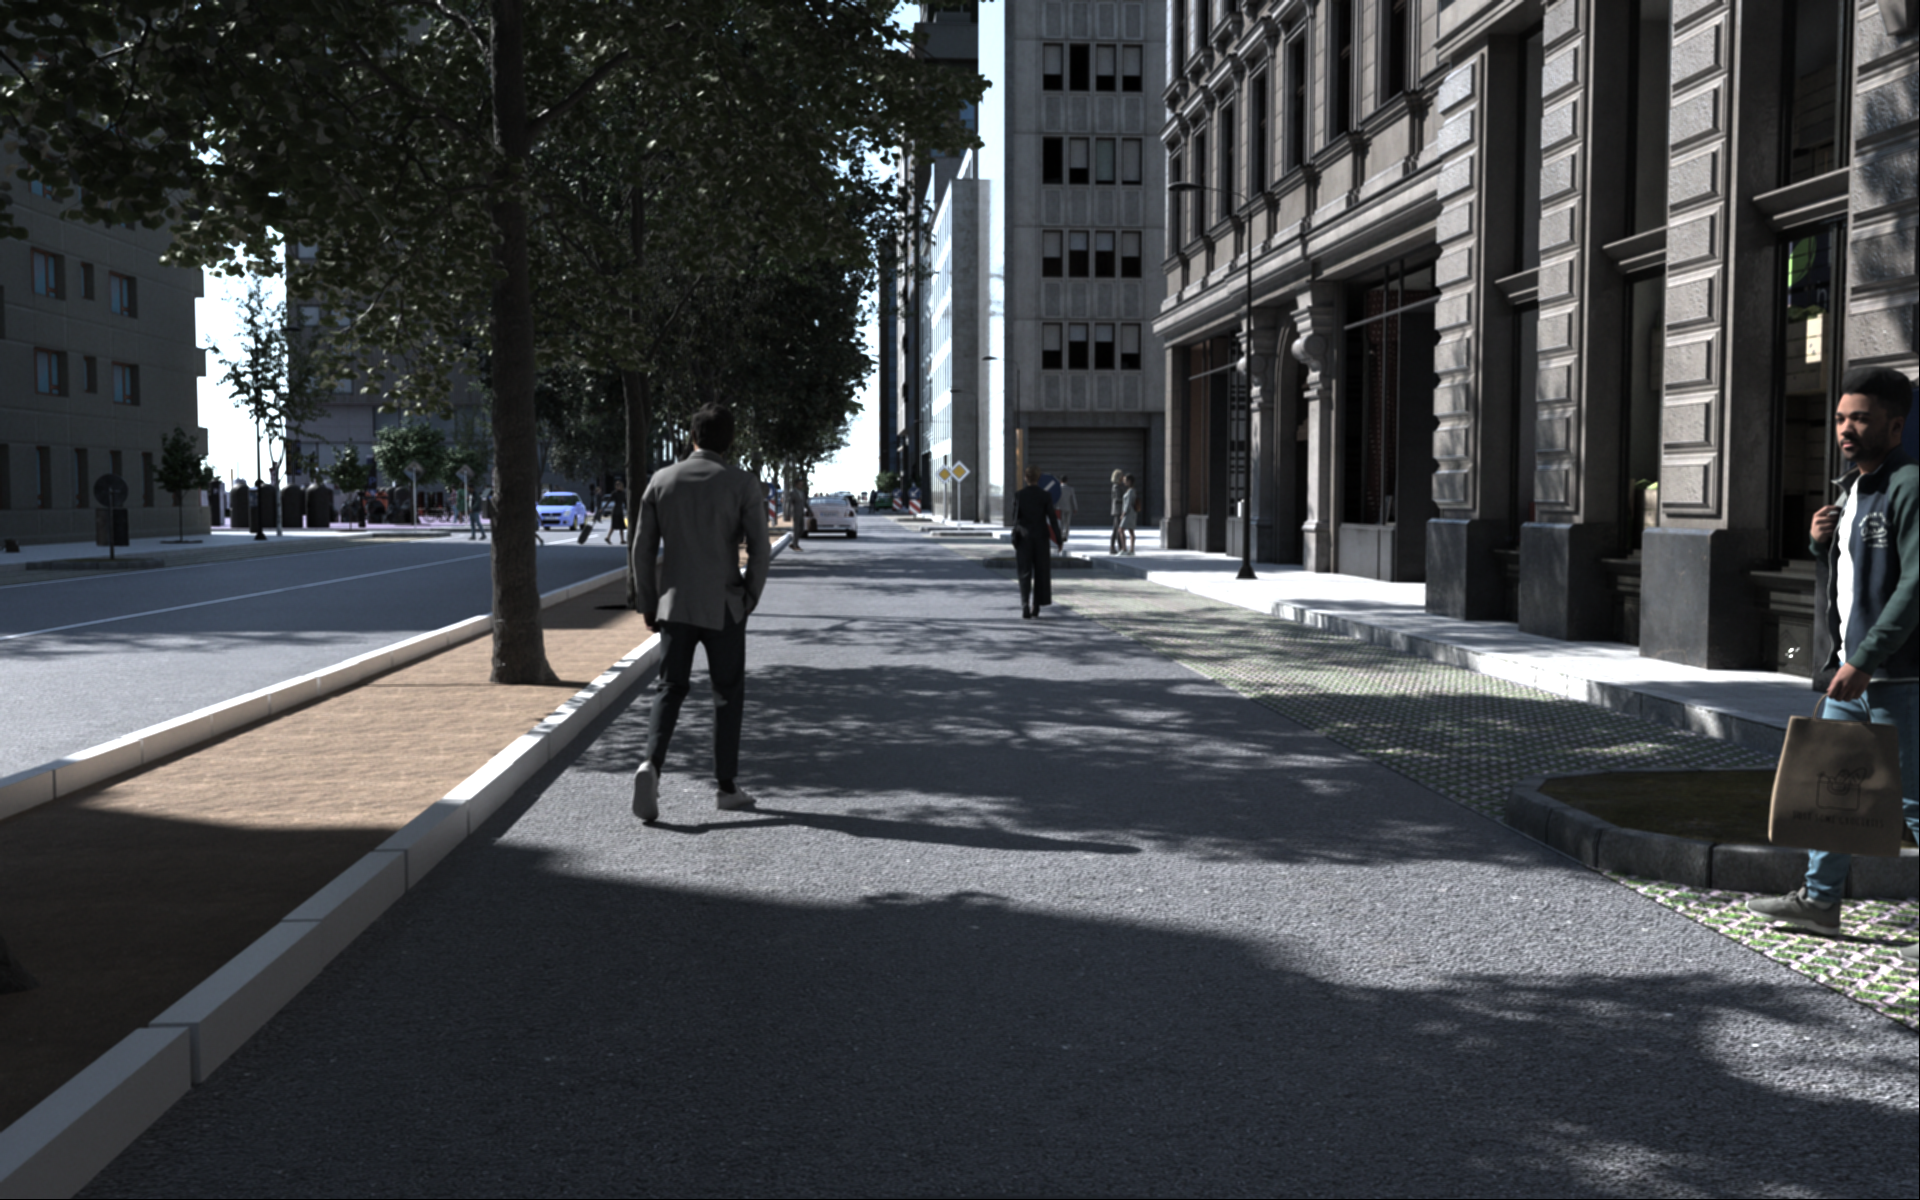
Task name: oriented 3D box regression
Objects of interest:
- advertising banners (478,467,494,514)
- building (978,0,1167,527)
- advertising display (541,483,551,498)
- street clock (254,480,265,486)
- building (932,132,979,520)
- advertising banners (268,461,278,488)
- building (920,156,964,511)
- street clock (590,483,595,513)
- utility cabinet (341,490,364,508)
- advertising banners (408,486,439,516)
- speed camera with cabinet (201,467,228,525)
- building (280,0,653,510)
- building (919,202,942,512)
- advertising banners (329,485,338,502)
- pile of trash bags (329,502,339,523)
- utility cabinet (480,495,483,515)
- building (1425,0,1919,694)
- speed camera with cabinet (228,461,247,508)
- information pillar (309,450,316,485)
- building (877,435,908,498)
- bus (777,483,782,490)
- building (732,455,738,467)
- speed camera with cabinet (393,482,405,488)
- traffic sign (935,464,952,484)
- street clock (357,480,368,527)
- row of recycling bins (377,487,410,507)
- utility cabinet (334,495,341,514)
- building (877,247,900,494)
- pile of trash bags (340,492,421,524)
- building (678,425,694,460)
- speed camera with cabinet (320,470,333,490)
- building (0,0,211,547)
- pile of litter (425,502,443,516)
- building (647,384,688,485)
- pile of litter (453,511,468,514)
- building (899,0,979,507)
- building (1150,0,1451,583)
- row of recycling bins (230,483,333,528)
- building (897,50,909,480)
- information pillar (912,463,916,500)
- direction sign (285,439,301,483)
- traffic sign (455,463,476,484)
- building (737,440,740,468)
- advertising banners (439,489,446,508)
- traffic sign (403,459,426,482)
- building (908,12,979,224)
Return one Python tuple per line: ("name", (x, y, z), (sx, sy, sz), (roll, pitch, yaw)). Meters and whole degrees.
("advertising banners", (-30.602, -7.080, 111.939), (2.074, 3.025, 0.090), (2, 4, 34))
("building", (11.176, -15.590, 72.915), (19.932, 24.808, 12.078), (0, 4, -4))
("advertising display", (-31.711, -7.765, 132.177), (0.123, 1.923, 0.974), (2, 4, 27))
("street clock", (-34.723, -4.974, 85.897), (0.358, 2.002, 0.471), (2, 4, 25))
("building", (4.156, -14.540, 92.477), (10.420, 20.320, 16.860), (0, 4, -4))
("advertising banners", (-35.597, -5.818, 91.314), (2.074, 3.025, 0.090), (2, 4, 32))
("building", (3.459, -19.199, 131.923), (12.078, 24.808, 19.932), (0, 4, -4))
("street clock", (-24.733, -6.844, 116.462), (0.358, 2.002, 0.471), (0, 4, 3))
("utility cabinet", (-32.467, -5.129, 92.532), (1.173, 1.500, 0.318), (1, 4, 8))
("advertising banners", (-31.143, -6.354, 100.069), (2.074, 3.025, 0.090), (1, 4, 21))
("speed camera with cabinet", (-31.480, -4.715, 71.433), (2.038, 3.252, 0.660), (-2, 4, -27))
("building", (-41.901, -34.472, 152.848), (28.713, 52.752, 27.495), (0, 4, -4))
("building", (3.659, -16.834, 111.390), (11.583, 22.565, 21.152), (0, 4, -4))
("advertising banners", (-36.473, -6.321, 99.533), (2.074, 3.025, 0.090), (-2, 4, -24))
("pile of trash bags", (-27.375, -4.178, 78.066), (3.447, 1.369, 1.912), (0, 4, 7))
("utility cabinet", (-28.505, -5.722, 104.711), (1.020, 1.237, 0.306), (1, 4, 8))
("building", (10.452, -11.026, 9.148), (11.050, 23.489, 19.941), (0, 4, -4))
("speed camera with cabinet", (-43.451, -6.635, 102.814), (2.038, 3.252, 0.660), (-3, 5, -45))
("information pillar", (-34.631, -6.198, 92.685), (0.183, 3.616, 0.504), (0, 4, 7))
("building", (2.944, -35.661, 274.939), (32.217, 40.220, 23.993), (0, 4, -4))
("bus", (-30.631, -17.677, 283.882), (2.948, 3.499, 13.247), (0, 4, -6))
("building", (-48.994, -25.807, 266.980), (27.650, 21.520, 28.899), (0, 4, -4))
("speed camera with cabinet", (-36.645, -7.133, 110.963), (2.038, 3.252, 0.660), (-2, 4, -29))
("traffic sign", (-0.572, -3.976, 67.198), (0.795, 2.593, 0.064), (0, 4, -4))
("street clock", (-22.980, -3.788, 66.509), (0.471, 2.002, 0.358), (2, 4, 31))
("row of recycling bins", (-32.108, -5.542, 97.724), (1.069, 1.692, 3.534), (-3, 5, -42))
("utility cabinet", (-41.393, -6.304, 114.236), (1.020, 1.237, 0.306), (-1, 4, -11))
("building", (-6.891, -39.383, 294.023), (14.600, 45.320, 14.200), (0, 4, -4))
("pile of trash bags", (-25.101, -4.018, 75.454), (3.447, 1.369, 1.912), (3, 4, 37))
("building", (-38.000, -26.510, 205.139), (14.160, 30.474, 14.107), (0, 4, -4))
("speed camera with cabinet", (-42.792, -7.432, 115.849), (2.038, 3.252, 0.660), (2, 4, 35))
("building", (-37.474, -11.933, 40.138), (28.899, 21.520, 27.650), (0, 4, -4))
("pile of litter", (-31.485, -5.453, 103.116), (1.719, 0.858, 1.176), (-2, 4, -32))
("building", (-40.655, -34.403, 182.091), (23.786, 49.044, 30.456), (0, 4, -4))
("pile of litter", (-30.457, -5.601, 105.538), (1.176, 0.858, 1.719), (2, 4, 25))
("building", (4.271, -45.368, 180.016), (20.563, 71.187, 20.611), (0, 4, -4))
("building", (9.252, -11.527, 39.376), (10.553, 20.767, 40.483), (0, 4, -4))
("row of recycling bins", (-25.863, -3.594, 65.873), (3.534, 1.692, 1.069), (-1, 4, -20))
("building", (6.406, -37.649, 204.796), (28.713, 52.752, 27.495), (0, 4, -4))
("information pillar", (-3.424, -8.416, 128.963), (0.183, 3.616, 0.504), (-2, 4, -28))
("direction sign", (-27.745, -4.899, 72.103), (0.379, 3.537, 0.876), (1, 4, 21))
("traffic sign", (-18.822, -3.899, 65.936), (0.795, 2.593, 0.064), (0, 4, -4))
("building", (-44.022, -39.030, 288.243), (14.600, 45.320, 14.200), (0, 4, -4))
("advertising banners", (-38.916, -8.150, 129.439), (2.074, 3.025, 0.090), (-3, 5, -45))
("traffic sign", (-18.261, -3.412, 57.971), (0.795, 2.593, 0.064), (0, 4, -4))
("building", (2.280, -31.385, 163.250), (14.600, 45.320, 14.200), (0, 4, -4))
